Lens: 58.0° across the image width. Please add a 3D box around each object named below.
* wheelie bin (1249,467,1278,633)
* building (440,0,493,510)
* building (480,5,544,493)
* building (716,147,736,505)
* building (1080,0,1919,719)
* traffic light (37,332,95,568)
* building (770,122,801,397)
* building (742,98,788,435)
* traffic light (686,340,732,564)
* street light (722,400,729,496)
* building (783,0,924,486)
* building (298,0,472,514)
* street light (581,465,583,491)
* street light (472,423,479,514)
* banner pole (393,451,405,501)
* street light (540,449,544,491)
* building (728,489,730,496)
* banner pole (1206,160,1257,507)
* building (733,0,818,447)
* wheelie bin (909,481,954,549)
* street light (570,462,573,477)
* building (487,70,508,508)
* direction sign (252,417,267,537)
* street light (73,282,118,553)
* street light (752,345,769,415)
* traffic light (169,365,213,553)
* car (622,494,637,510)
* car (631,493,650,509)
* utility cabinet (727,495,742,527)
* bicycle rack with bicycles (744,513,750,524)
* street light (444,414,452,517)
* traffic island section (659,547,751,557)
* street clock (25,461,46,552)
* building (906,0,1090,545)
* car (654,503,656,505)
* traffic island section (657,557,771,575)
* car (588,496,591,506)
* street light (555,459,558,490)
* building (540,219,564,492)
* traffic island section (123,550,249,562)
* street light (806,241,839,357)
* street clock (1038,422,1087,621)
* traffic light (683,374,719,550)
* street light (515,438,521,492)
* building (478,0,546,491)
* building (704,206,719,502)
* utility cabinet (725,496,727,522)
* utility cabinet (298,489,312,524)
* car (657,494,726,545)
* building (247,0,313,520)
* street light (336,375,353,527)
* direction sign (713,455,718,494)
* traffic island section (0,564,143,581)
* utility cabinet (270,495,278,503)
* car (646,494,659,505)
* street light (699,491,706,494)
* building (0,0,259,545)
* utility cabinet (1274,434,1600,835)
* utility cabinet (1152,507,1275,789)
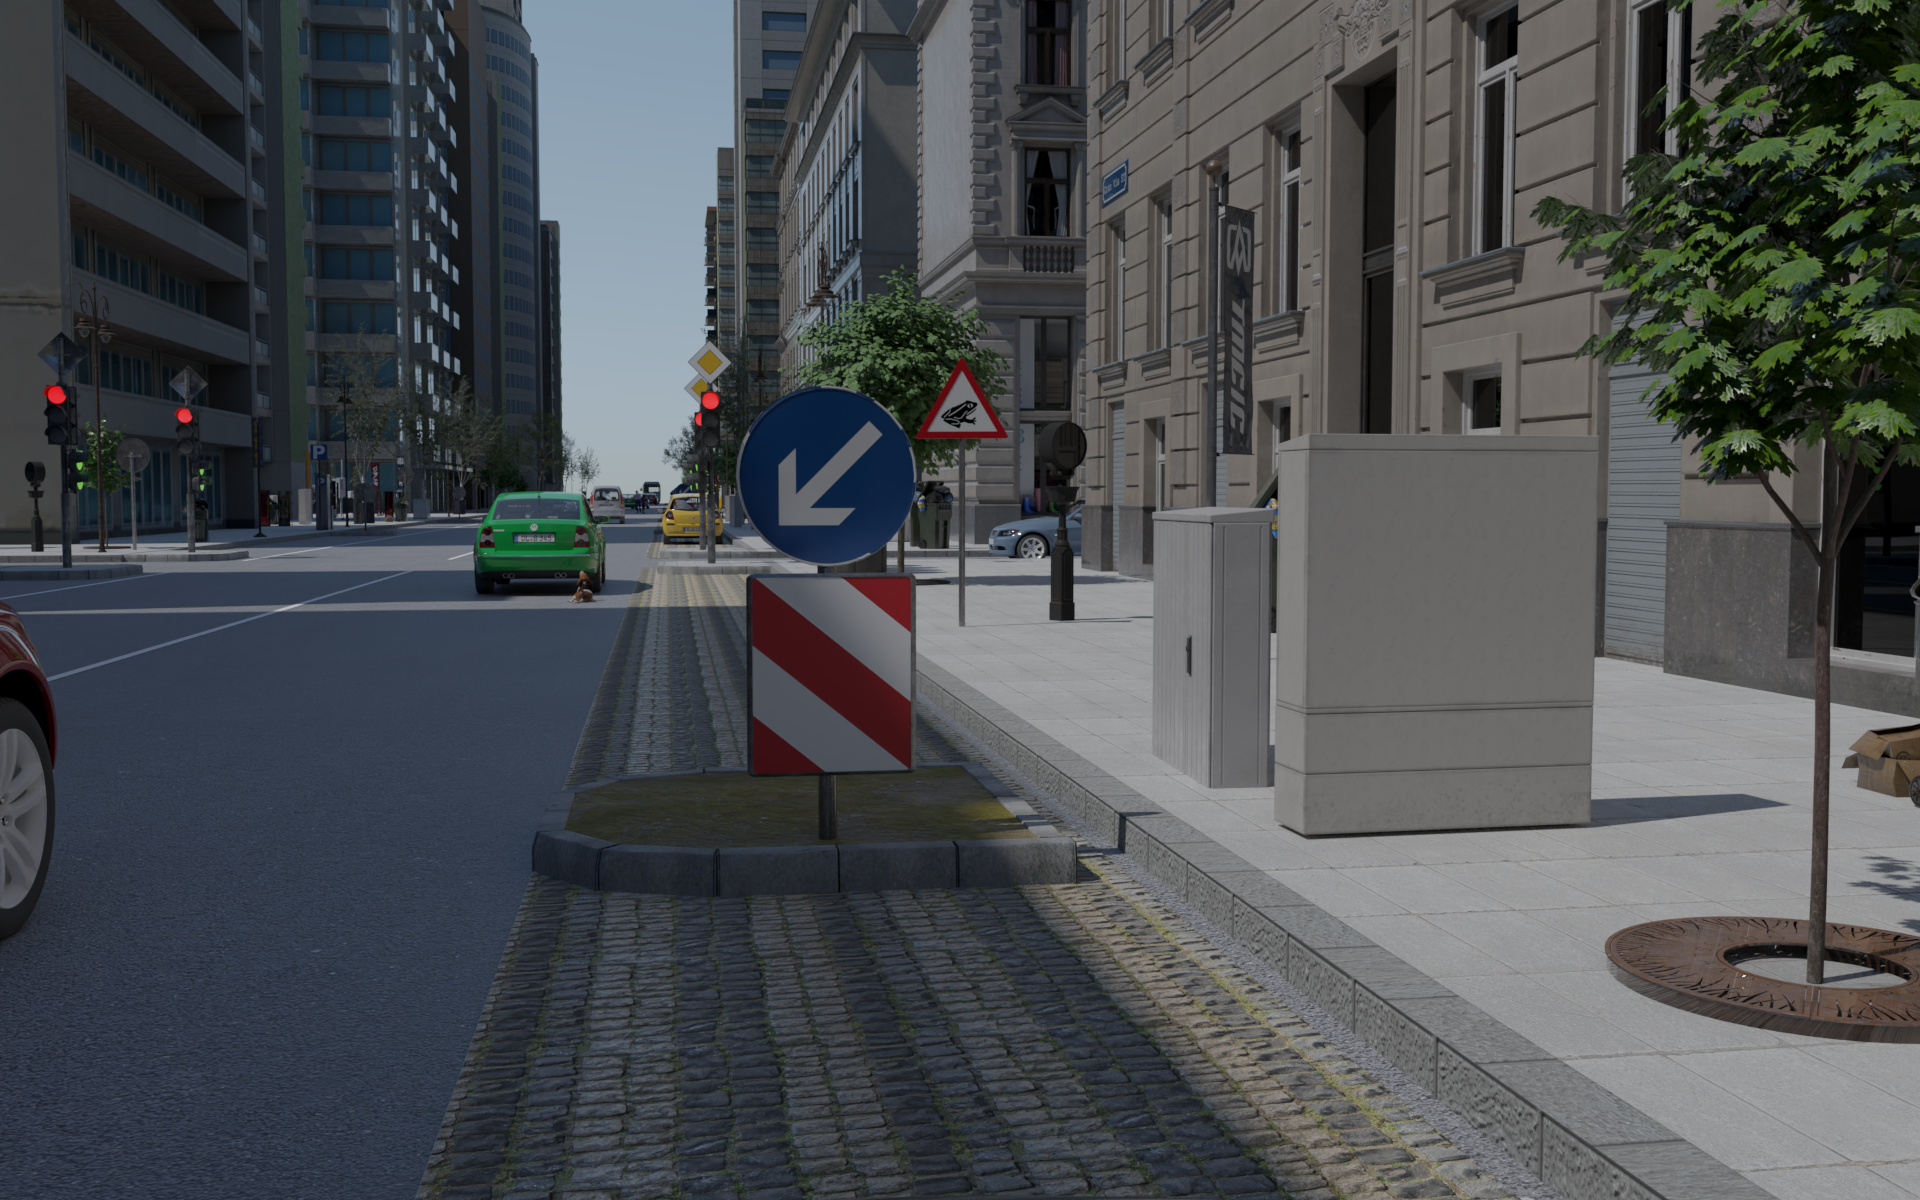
[{"bbox_3d":[3.041,-0.509,16.224,0.693,1.594,0.980,0,4,5],"label":"wheelie bin"},{"bbox_3d":[-47.750,-30.389,146.965,14.600,45.320,14.200,-1,4,-10],"label":"building"},{"bbox_3d":[-62.084,-40.731,207.955,21.231,58.520,28.212,-1,4,-10],"label":"building"},{"bbox_3d":[-22.036,-32.072,207.973,14.154,41.232,14.086,-1,4,-10],"label":"building"},{"bbox_3d":[9.666,-13.507,18.096,12.463,27.353,25.104,-1,4,-10],"label":"building"},{"bbox_3d":[-15.511,-2.513,30.012,0.839,4.253,0.868,-1,4,-10],"label":"traffic light"},{"bbox_3d":[-4.347,-18.730,103.497,12.463,27.353,25.104,-1,4,-10],"label":"building"},{"bbox_3d":[-9.366,-21.963,130.793,14.160,30.474,14.107,-1,4,-10],"label":"building"},{"bbox_3d":[-4.605,-2.626,31.859,0.839,4.253,0.868,-1,4,-10],"label":"traffic light"},{"bbox_3d":[-11.316,-6.813,84.180,0.468,5.910,1.993,-1,4,-10],"label":"street light"},{"bbox_3d":[1.290,-14.875,76.491,16.112,22.955,30.059,-1,4,-10],"label":"building"},{"bbox_3d":[-48.524,-30.857,124.122,23.786,49.044,30.456,-1,4,-10],"label":"building"},{"bbox_3d":[-55.535,-17.243,254.701,0.468,5.910,1.993,-1,4,-10],"label":"street light"},{"bbox_3d":[-31.629,-8.593,113.283,0.468,5.910,1.993,-1,4,-10],"label":"street light"},{"bbox_3d":[-32.271,-6.699,99.541,0.863,3.779,0.401,1,4,17],"label":"banner pole"},{"bbox_3d":[-41.916,-12.303,173.948,0.468,5.910,1.993,-1,4,-10],"label":"street light"},{"bbox_3d":[-13.401,-45.190,177.104,20.563,71.187,20.611,-1,4,-10],"label":"building"},{"bbox_3d":[2.051,-1.423,13.278,0.401,3.779,0.863,3,4,38],"label":"banner pole"},{"bbox_3d":[-9.266,-37.318,152.150,21.231,58.520,28.212,-1,4,-10],"label":"building"},{"bbox_3d":[-0.554,-1.997,40.557,0.693,1.594,0.980,3,4,36],"label":"wheelie bin"},{"bbox_3d":[-50.392,-15.416,224.841,0.468,5.910,1.993,-1,4,-10],"label":"street light"},{"bbox_3d":[-50.187,-29.205,161.093,14.154,41.232,14.086,-1,4,-10],"label":"building"},{"bbox_3d":[-20.831,-3.636,51.452,0.379,3.537,0.876,0,4,-5],"label":"direction sign"},{"bbox_3d":[-18.845,-3.981,37.873,0.468,5.910,1.993,-1,4,-10],"label":"street light"},{"bbox_3d":[-6.212,-4.964,53.949,0.468,5.910,1.993,-1,4,-10],"label":"street light"},{"bbox_3d":[-16.838,-2.995,37.886,0.839,4.253,0.868,-1,4,-10],"label":"traffic light"},{"bbox_3d":[-30.031,-9.042,156.638,1.959,1.807,4.718,-1,4,-10],"label":"car"},{"bbox_3d":[-31.141,-9.729,168.656,1.945,1.707,3.694,0,4,-8],"label":"car"},{"bbox_3d":[-8.714,-3.433,67.295,0.306,1.237,1.020,-1,4,-19],"label":"utility cabinet"},{"bbox_3d":[-8.183,-3.786,75.276,2.852,0.926,2.925,-1,4,-17],"label":"bicycle rack with bicycles"},{"bbox_3d":[-28.970,-7.658,97.998,0.468,5.910,1.993,-1,4,-10],"label":"street light"},{"bbox_3d":[-5.891,-1.075,39.854,2.009,0.180,2.903,-1,4,-10],"label":"traffic island section"},{"bbox_3d":[-20.456,-2.066,38.352,0.471,2.002,0.358,2,4,34],"label":"street clock"},{"bbox_3d":[8.685,-13.496,49.540,19.941,23.489,11.050,-1,4,-10],"label":"building"},{"bbox_3d":[-41.941,-13.578,234.006,2.014,1.417,4.499,-1,4,-9],"label":"car"},{"bbox_3d":[-4.564,-0.593,31.980,2.009,0.180,2.903,-1,4,-10],"label":"traffic island section"},{"bbox_3d":[-35.790,-9.831,170.954,2.015,1.641,3.980,-1,4,-9],"label":"car"},{"bbox_3d":[-45.497,-13.607,195.267,0.468,5.910,1.993,-1,4,-10],"label":"street light"},{"bbox_3d":[-65.210,-34.679,250.589,14.154,41.232,14.086,-1,4,-10],"label":"building"},{"bbox_3d":[-16.879,-0.962,38.014,2.009,0.180,2.903,-1,4,-10],"label":"traffic island section"},{"bbox_3d":[-2.525,-3.612,31.840,0.468,5.910,1.993,-1,4,-10],"label":"street light"},{"bbox_3d":[1.036,-0.793,17.531,0.471,2.002,0.358,-3,4,-38],"label":"street clock"},{"bbox_3d":[-5.933,-3.108,39.733,0.839,4.253,0.868,-1,4,-10],"label":"traffic light"},{"bbox_3d":[-36.782,-10.478,144.110,0.468,5.910,1.993,-1,4,-10],"label":"street light"},{"bbox_3d":[-66.660,-48.517,231.508,20.563,71.187,20.611,-1,4,-10],"label":"building"},{"bbox_3d":[-26.910,-36.978,259.218,22.147,44.769,28.867,-1,4,-10],"label":"building"},{"bbox_3d":[-10.788,-4.254,80.707,0.306,1.237,1.020,0,4,-4],"label":"utility cabinet"},{"bbox_3d":[-27.587,-3.929,72.915,0.318,1.500,1.173,-1,4,-10],"label":"utility cabinet"},{"bbox_3d":[-7.769,-2.446,50.222,2.015,1.641,3.980,-1,4,-10],"label":"car"},{"bbox_3d":[-39.801,-24.362,81.919,14.154,41.232,14.086,-1,4,-10],"label":"building"},{"bbox_3d":[-23.912,-5.788,67.418,0.468,5.910,1.993,-1,4,-10],"label":"street light"},{"bbox_3d":[-13.559,-6.345,95.742,0.379,3.537,0.876,-3,4,-37],"label":"direction sign"},{"bbox_3d":[-15.552,-0.481,30.139,2.009,0.180,2.903,-1,4,-10],"label":"traffic island section"},{"bbox_3d":[-31.249,-4.094,78.102,1.020,1.237,0.306,1,4,22],"label":"utility cabinet"},{"bbox_3d":[-40.718,-13.397,228.082,2.155,1.783,4.494,0,4,-8],"label":"car"},{"bbox_3d":[-19.058,-9.579,129.403,0.468,5.910,1.993,-1,4,-10],"label":"street light"},{"bbox_3d":[-34.855,-26.136,51.028,21.300,48.544,21.600,-1,4,-10],"label":"building"},{"bbox_3d":[1.816,0.125,6.639,1.173,1.500,0.318,-1,4,-11],"label":"utility cabinet"},{"bbox_3d":[1.144,0.192,8.021,0.306,1.237,1.020,0,4,-8],"label":"utility cabinet"}]
